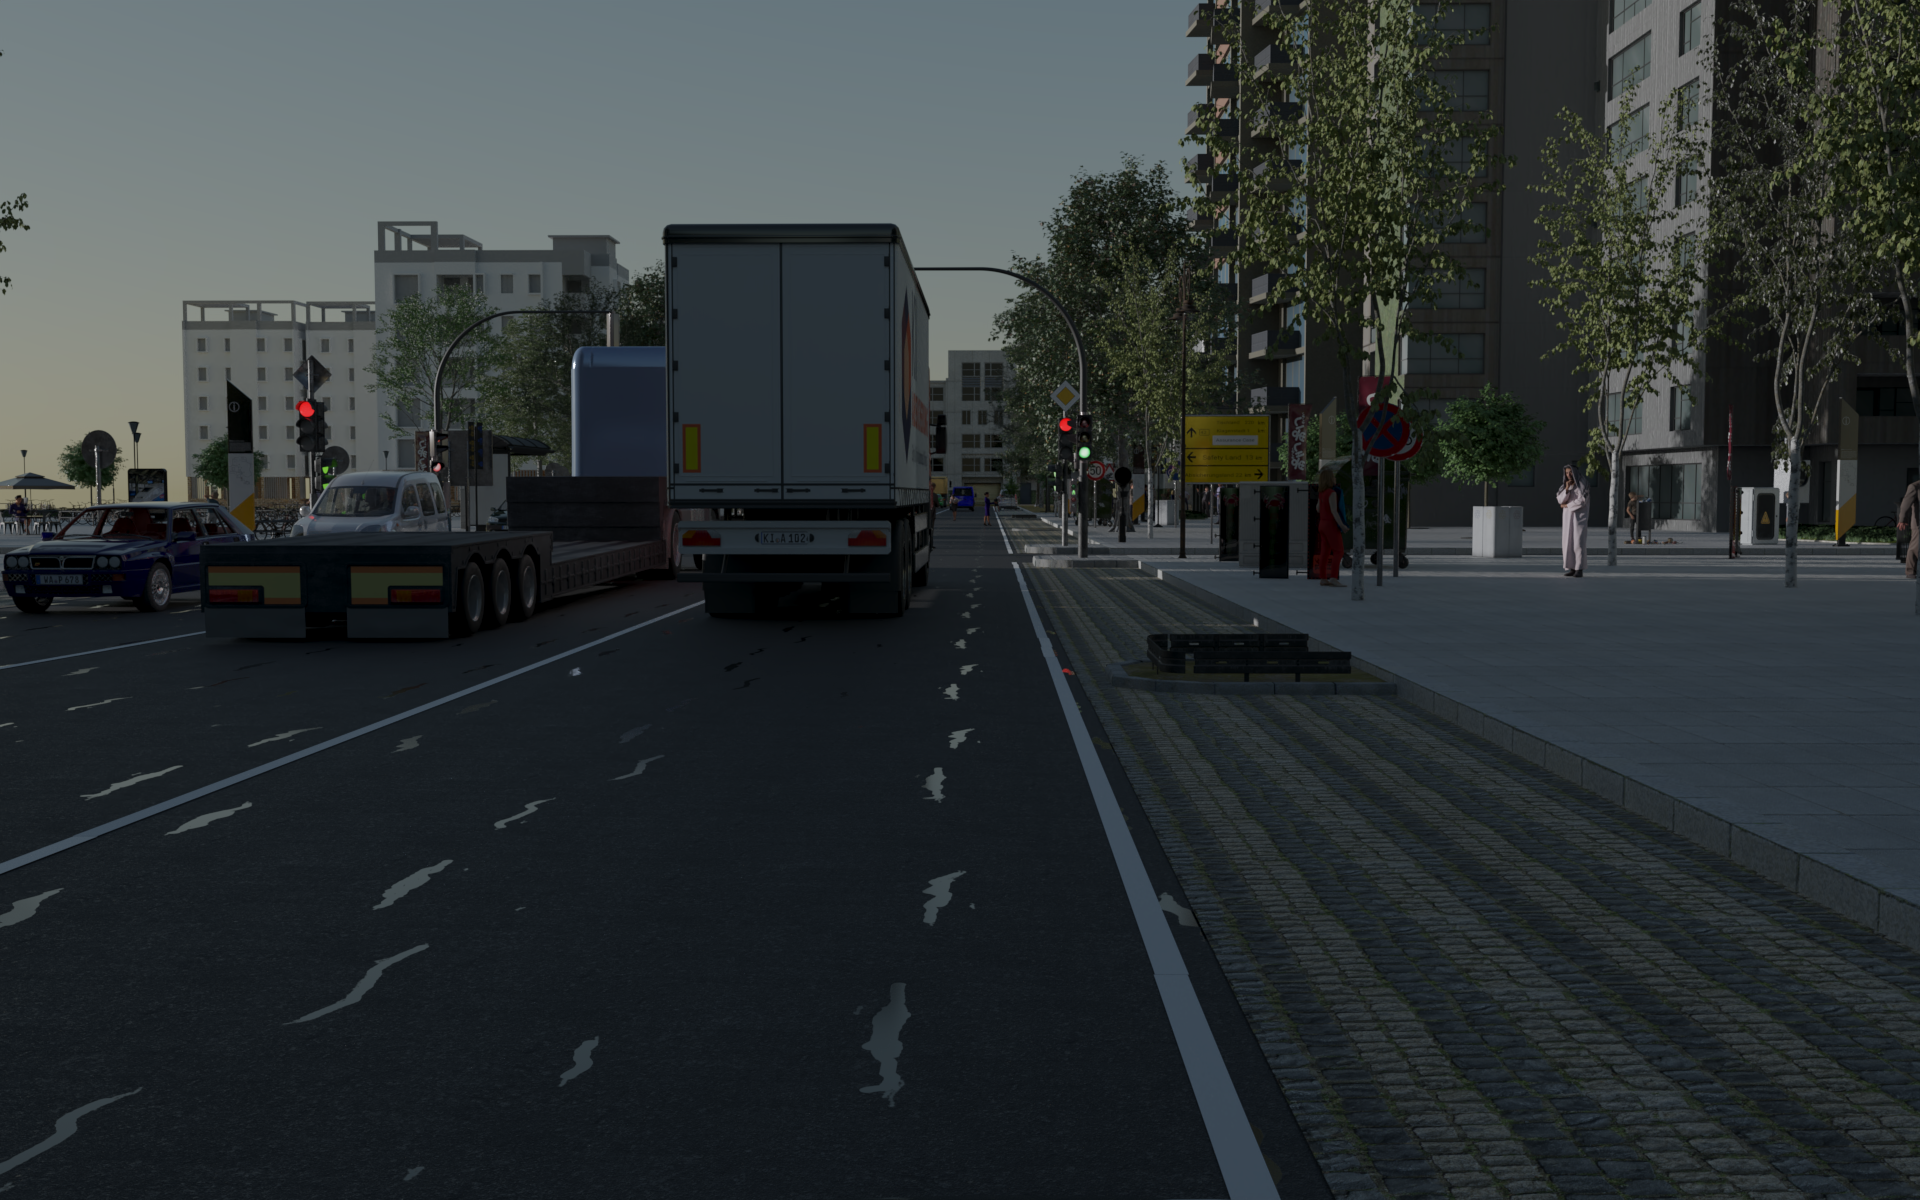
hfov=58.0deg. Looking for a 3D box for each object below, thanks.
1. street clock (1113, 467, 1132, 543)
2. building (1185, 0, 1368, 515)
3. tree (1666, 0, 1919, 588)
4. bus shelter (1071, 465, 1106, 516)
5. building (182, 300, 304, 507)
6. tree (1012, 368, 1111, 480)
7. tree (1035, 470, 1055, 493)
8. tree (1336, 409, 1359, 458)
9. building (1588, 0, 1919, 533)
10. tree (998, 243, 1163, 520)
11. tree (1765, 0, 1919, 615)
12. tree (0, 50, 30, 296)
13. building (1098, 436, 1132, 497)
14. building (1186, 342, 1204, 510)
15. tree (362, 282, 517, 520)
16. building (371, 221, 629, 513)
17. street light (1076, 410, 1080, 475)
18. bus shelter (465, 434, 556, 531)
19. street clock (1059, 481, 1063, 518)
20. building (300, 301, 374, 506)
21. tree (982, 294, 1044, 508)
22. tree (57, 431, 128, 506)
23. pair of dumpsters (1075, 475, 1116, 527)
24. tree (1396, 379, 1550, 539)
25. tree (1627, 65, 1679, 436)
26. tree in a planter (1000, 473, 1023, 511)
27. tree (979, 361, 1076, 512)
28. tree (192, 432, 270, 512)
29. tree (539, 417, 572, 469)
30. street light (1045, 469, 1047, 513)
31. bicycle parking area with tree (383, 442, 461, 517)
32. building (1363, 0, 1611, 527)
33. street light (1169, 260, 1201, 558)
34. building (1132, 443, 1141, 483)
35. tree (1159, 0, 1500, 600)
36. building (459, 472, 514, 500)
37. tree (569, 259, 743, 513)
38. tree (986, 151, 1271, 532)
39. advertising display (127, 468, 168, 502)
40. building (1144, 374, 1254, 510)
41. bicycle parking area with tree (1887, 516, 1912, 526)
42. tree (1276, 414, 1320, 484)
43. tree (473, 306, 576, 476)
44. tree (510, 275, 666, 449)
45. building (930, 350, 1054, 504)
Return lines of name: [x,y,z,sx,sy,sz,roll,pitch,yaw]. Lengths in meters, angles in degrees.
street clock: [4.294,-2.523,45.817,0.471,2.002,0.358,0,4,-4]
building: [25.045,-27.400,102.609,22.147,44.769,28.867,0,4,1]
tree: [11.662,-4.477,23.557,4.360,8.622,3.978,0,3,0]
bus shelter: [7.115,-6.396,98.500,2.014,3.302,5.546,0,4,1]
building: [-69.591,-19.520,175.578,11.380,20.091,16.016,0,4,1]
tree: [6.648,-11.658,108.734,7.486,12.596,7.792,0,3,0]
tree: [7.334,-9.307,135.881,4.285,4.588,4.351,0,3,0]
tree: [16.604,-4.919,64.142,4.285,4.588,4.351,0,3,0]
building: [31.222,-17.625,59.862,14.107,30.474,14.160,0,4,1]
tree: [6.346,-10.925,85.280,9.857,13.997,8.962,0,3,0]
tree: [10.200,-4.128,17.856,4.737,8.622,4.395,0,3,0]
tree: [-16.382,-4.648,26.355,4.737,8.622,4.395,0,3,0]
building: [20.099,-22.250,220.199,11.380,20.091,16.016,0,4,1]
building: [25.554,-16.998,134.341,16.016,20.091,11.380,0,4,1]
tree: [-25.318,-9.699,84.333,9.928,11.665,9.643,0,3,0]
building: [-32.130,-16.405,124.637,16.016,20.091,11.380,0,4,1]
street light: [5.175,-6.219,74.473,0.468,5.910,1.993,0,4,1]
bus shelter: [-15.789,-4.071,60.484,2.014,3.302,5.546,0,4,1]
street clock: [5.421,-5.372,92.405,0.358,2.002,0.471,3,5,43]
building: [-57.925,-19.567,176.332,11.380,20.091,16.016,0,4,1]
tree: [8.415,-18.701,161.656,12.611,20.169,13.585,0,3,0]
tree: [-45.064,-6.501,90.005,4.285,4.588,4.351,0,3,0]
pair of dumpsters: [5.320,-4.068,68.998,1.574,2.255,4.437,0,4,1]
tree: [15.137,-4.041,49.786,4.285,4.588,4.351,0,3,0]
tree: [11.925,-4.925,30.885,4.737,8.622,4.395,0,3,0]
tree in a planter: [4.297,-9.014,144.597,1.991,3.239,1.994,0,4,1]
tree: [6.405,-13.065,123.978,12.009,13.543,11.850,0,3,0]
tree: [-41.065,-7.026,98.587,4.285,4.588,4.351,0,3,0]
tree: [-25.556,-10.052,114.711,4.737,8.622,4.395,0,3,0]
street light: [5.852,-8.852,117.525,0.468,5.910,1.993,0,4,1]
bicycle parking area with tree: [-28.742,-6.534,93.833,9.016,4.147,8.231,-1,4,-23]
building: [24.439,-23.835,73.302,14.154,41.232,14.086,0,4,1]
street light: [4.442,-3.768,34.392,0.468,5.910,1.993,0,4,1]
building: [26.368,-19.623,177.255,16.016,20.091,11.380,0,4,1]
tree: [4.667,-4.290,20.510,4.737,8.622,4.395,0,3,0]
building: [-38.147,-14.531,179.725,28.070,9.664,9.099,0,4,1]
tree: [-14.524,-10.266,84.856,9.611,12.733,9.660,0,3,0]
tree: [5.553,-8.654,58.495,9.611,12.733,9.660,0,3,0]
advertising display: [-20.317,-2.333,43.351,0.974,1.923,0.123,0,4,4]
building: [26.028,-17.695,155.766,16.747,18.905,31.486,0,4,1]
bicycle parking area with tree: [31.084,-3.746,48.257,9.016,4.147,8.231,1,4,17]
tree: [14.636,-5.327,70.813,4.285,4.588,4.351,0,3,0]
tree: [-25.960,-11.435,105.094,7.486,12.596,7.792,0,3,0]
tree: [-15.149,-8.489,73.201,8.767,10.594,7.601,0,4,5]
building: [-1.319,-21.703,221.296,31.486,18.905,16.747,0,4,1]
